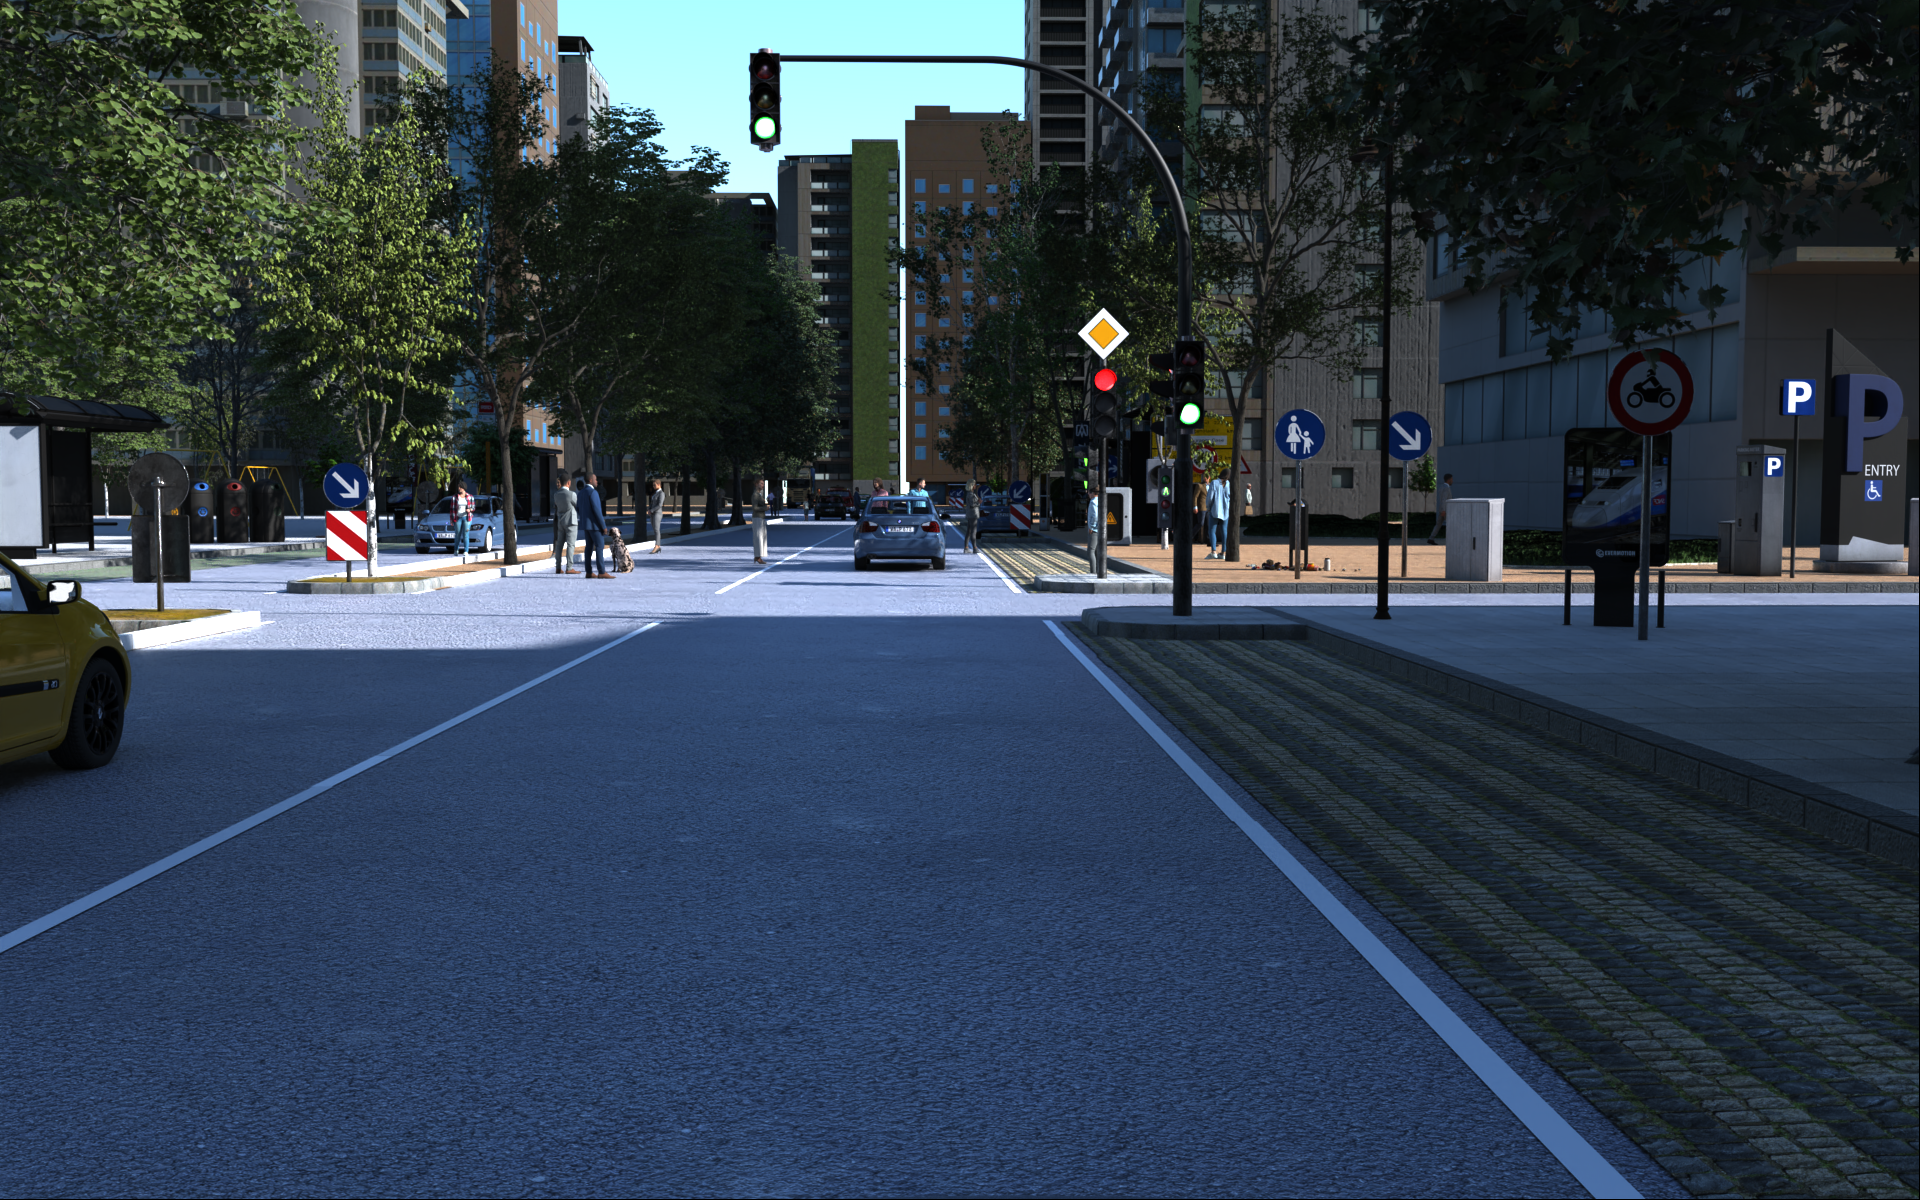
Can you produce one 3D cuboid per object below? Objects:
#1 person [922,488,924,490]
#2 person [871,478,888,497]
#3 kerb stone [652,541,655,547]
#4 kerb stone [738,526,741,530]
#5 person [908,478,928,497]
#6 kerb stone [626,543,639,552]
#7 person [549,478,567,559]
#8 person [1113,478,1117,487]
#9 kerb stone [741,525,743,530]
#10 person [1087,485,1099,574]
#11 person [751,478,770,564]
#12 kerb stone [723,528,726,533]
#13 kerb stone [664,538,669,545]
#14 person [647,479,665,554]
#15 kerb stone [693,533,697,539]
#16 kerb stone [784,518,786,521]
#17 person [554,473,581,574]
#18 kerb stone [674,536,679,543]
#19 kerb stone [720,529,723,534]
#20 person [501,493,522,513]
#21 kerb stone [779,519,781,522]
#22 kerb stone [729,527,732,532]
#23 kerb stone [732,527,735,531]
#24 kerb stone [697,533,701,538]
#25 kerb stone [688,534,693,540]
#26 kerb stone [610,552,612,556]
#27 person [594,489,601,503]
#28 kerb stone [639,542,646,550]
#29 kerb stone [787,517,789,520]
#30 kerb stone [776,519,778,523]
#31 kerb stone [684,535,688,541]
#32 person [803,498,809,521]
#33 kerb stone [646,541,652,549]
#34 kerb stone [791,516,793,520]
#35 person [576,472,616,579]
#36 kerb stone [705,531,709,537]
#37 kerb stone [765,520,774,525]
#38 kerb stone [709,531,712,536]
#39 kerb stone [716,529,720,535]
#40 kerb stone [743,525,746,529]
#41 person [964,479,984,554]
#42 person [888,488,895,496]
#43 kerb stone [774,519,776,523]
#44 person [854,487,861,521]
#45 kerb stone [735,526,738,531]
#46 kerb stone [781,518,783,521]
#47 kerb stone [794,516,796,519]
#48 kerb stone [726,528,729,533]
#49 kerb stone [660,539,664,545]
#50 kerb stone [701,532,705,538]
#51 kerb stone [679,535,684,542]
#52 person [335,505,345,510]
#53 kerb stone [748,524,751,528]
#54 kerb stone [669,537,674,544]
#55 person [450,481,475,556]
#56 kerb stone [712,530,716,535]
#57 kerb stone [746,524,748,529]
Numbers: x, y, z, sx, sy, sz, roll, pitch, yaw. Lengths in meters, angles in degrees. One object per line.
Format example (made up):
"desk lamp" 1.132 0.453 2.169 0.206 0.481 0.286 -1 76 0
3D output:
"person" -1.281 -2.772 54.237 0.534 1.772 0.576 -2 4 -30
"person" -1.975 -1.990 41.046 0.555 1.821 0.388 1 4 19
"kerb stone" -8.342 -1.494 46.617 0.120 0.150 1.000 0 4 -1
"kerb stone" -8.835 -2.811 68.160 0.120 0.150 1.000 0 4 -1
"person" -1.021 -2.145 43.426 0.638 1.841 0.748 0 4 -3
"kerb stone" -8.266 -1.305 43.530 0.120 0.150 1.000 0 4 -1
"person" -8.623 -1.763 37.504 0.537 1.800 0.526 3 4 39
"person" 4.917 -2.925 54.220 0.624 1.780 0.694 -2 4 -32
"kerb stone" -8.866 -2.873 69.182 0.120 0.150 1.000 0 4 -1
"person" 2.256 -1.141 28.960 0.330 1.601 0.589 2 4 31
"person" -4.089 -1.621 35.548 0.362 1.759 0.519 0 4 2
"kerb stone" -8.715 -2.495 63.034 0.120 0.150 1.000 0 4 -1
"kerb stone" -8.391 -1.617 48.672 0.120 0.150 1.000 0 4 -1
"person" -7.387 -2.016 41.740 0.520 1.790 0.573 3 5 41
"kerb stone" -8.534 -1.995 54.813 0.120 0.150 1.000 0 4 -1
"kerb stone" -9.362 -4.187 90.719 0.120 0.150 1.000 0 4 -1
"person" -7.045 -1.377 31.202 0.511 1.800 0.466 1 4 17
"kerb stone" -8.442 -1.740 50.716 0.120 0.150 1.000 0 4 -1
"kerb stone" -8.693 -2.435 62.011 0.120 0.150 1.000 0 4 -1
"person" -15.631 -3.136 60.054 0.850 1.792 0.678 3 5 42
"kerb stone" -9.292 -4.003 87.644 0.120 0.150 1.000 0 4 -1
"kerb stone" -8.760 -2.618 65.086 0.120 0.150 1.000 0 4 -1
"kerb stone" -8.790 -2.686 66.113 0.120 0.150 1.000 0 4 -1
"kerb stone" -8.555 -2.057 55.835 0.120 0.150 1.000 0 4 -1
"kerb stone" -8.513 -1.932 53.791 0.120 0.150 1.000 0 4 -1
"kerb stone" -8.203 -1.116 40.461 0.120 0.150 1.000 0 4 -1
"person" -12.515 -3.073 58.843 0.679 1.850 0.850 -2 4 -33
"kerb stone" -8.292 -1.368 44.555 0.120 0.150 1.000 0 4 -1
"kerb stone" -9.412 -4.316 92.763 0.120 0.150 1.000 0 4 -1
"kerb stone" -9.243 -3.876 85.574 0.120 0.150 1.000 0 4 -1
"kerb stone" -8.490 -1.866 52.760 0.120 0.150 1.000 0 4 -1
"person" -8.100 -4.756 90.950 0.332 1.250 0.352 0 4 6
"kerb stone" -8.312 -1.431 45.588 0.120 0.150 1.000 0 4 -1
"kerb stone" -9.482 -4.504 95.829 0.120 0.150 1.000 0 4 -1
"person" -6.236 -1.268 29.415 0.721 1.800 0.419 3 4 38
"kerb stone" -8.602 -2.182 57.891 0.120 0.150 1.000 0 4 -1
"kerb stone" -9.199 -3.751 83.525 0.120 0.150 1.000 0 4 -1
"kerb stone" -8.628 -2.247 58.926 0.120 0.150 1.000 0 4 -1
"kerb stone" -8.671 -2.372 60.981 0.120 0.150 1.000 0 4 -1
"kerb stone" -8.882 -2.937 70.210 0.120 0.150 1.000 0 4 -1
"person" 0.348 -2.031 41.887 0.526 1.800 0.537 1 4 11
"person" -3.972 -5.637 100.760 0.616 1.811 0.778 1 4 11
"kerb stone" -9.216 -3.814 84.547 0.120 0.150 1.000 0 4 -1
"person" -5.400 -5.042 91.127 0.419 1.800 0.721 -1 4 -17
"kerb stone" -8.815 -2.745 67.138 0.120 0.150 1.000 0 4 -1
"kerb stone" -9.312 -4.066 88.669 0.120 0.150 1.000 0 4 -1
"kerb stone" -9.526 -4.630 97.890 0.120 0.150 1.000 0 4 -1
"kerb stone" -8.746 -2.556 64.061 0.120 0.150 1.000 0 4 -1
"kerb stone" -8.362 -1.553 47.650 0.120 0.150 1.000 0 4 -1
"kerb stone" -8.579 -2.120 56.857 0.120 0.150 1.000 0 4 -1
"kerb stone" -8.455 -1.807 51.738 0.120 0.150 1.000 0 4 -1
"person" -27.872 -4.377 77.814 0.606 1.804 0.583 -2 4 -30
"kerb stone" -8.936 -3.061 72.258 0.120 0.150 1.000 0 4 -1
"kerb stone" -8.418 -1.681 49.694 0.120 0.150 1.000 0 4 -1
"person" -11.511 -1.880 40.084 0.563 1.720 0.643 -1 4 -13
"kerb stone" -8.654 -2.305 59.959 0.120 0.150 1.000 0 4 -1
"kerb stone" -8.914 -2.999 71.236 0.120 0.150 1.000 0 4 -1
